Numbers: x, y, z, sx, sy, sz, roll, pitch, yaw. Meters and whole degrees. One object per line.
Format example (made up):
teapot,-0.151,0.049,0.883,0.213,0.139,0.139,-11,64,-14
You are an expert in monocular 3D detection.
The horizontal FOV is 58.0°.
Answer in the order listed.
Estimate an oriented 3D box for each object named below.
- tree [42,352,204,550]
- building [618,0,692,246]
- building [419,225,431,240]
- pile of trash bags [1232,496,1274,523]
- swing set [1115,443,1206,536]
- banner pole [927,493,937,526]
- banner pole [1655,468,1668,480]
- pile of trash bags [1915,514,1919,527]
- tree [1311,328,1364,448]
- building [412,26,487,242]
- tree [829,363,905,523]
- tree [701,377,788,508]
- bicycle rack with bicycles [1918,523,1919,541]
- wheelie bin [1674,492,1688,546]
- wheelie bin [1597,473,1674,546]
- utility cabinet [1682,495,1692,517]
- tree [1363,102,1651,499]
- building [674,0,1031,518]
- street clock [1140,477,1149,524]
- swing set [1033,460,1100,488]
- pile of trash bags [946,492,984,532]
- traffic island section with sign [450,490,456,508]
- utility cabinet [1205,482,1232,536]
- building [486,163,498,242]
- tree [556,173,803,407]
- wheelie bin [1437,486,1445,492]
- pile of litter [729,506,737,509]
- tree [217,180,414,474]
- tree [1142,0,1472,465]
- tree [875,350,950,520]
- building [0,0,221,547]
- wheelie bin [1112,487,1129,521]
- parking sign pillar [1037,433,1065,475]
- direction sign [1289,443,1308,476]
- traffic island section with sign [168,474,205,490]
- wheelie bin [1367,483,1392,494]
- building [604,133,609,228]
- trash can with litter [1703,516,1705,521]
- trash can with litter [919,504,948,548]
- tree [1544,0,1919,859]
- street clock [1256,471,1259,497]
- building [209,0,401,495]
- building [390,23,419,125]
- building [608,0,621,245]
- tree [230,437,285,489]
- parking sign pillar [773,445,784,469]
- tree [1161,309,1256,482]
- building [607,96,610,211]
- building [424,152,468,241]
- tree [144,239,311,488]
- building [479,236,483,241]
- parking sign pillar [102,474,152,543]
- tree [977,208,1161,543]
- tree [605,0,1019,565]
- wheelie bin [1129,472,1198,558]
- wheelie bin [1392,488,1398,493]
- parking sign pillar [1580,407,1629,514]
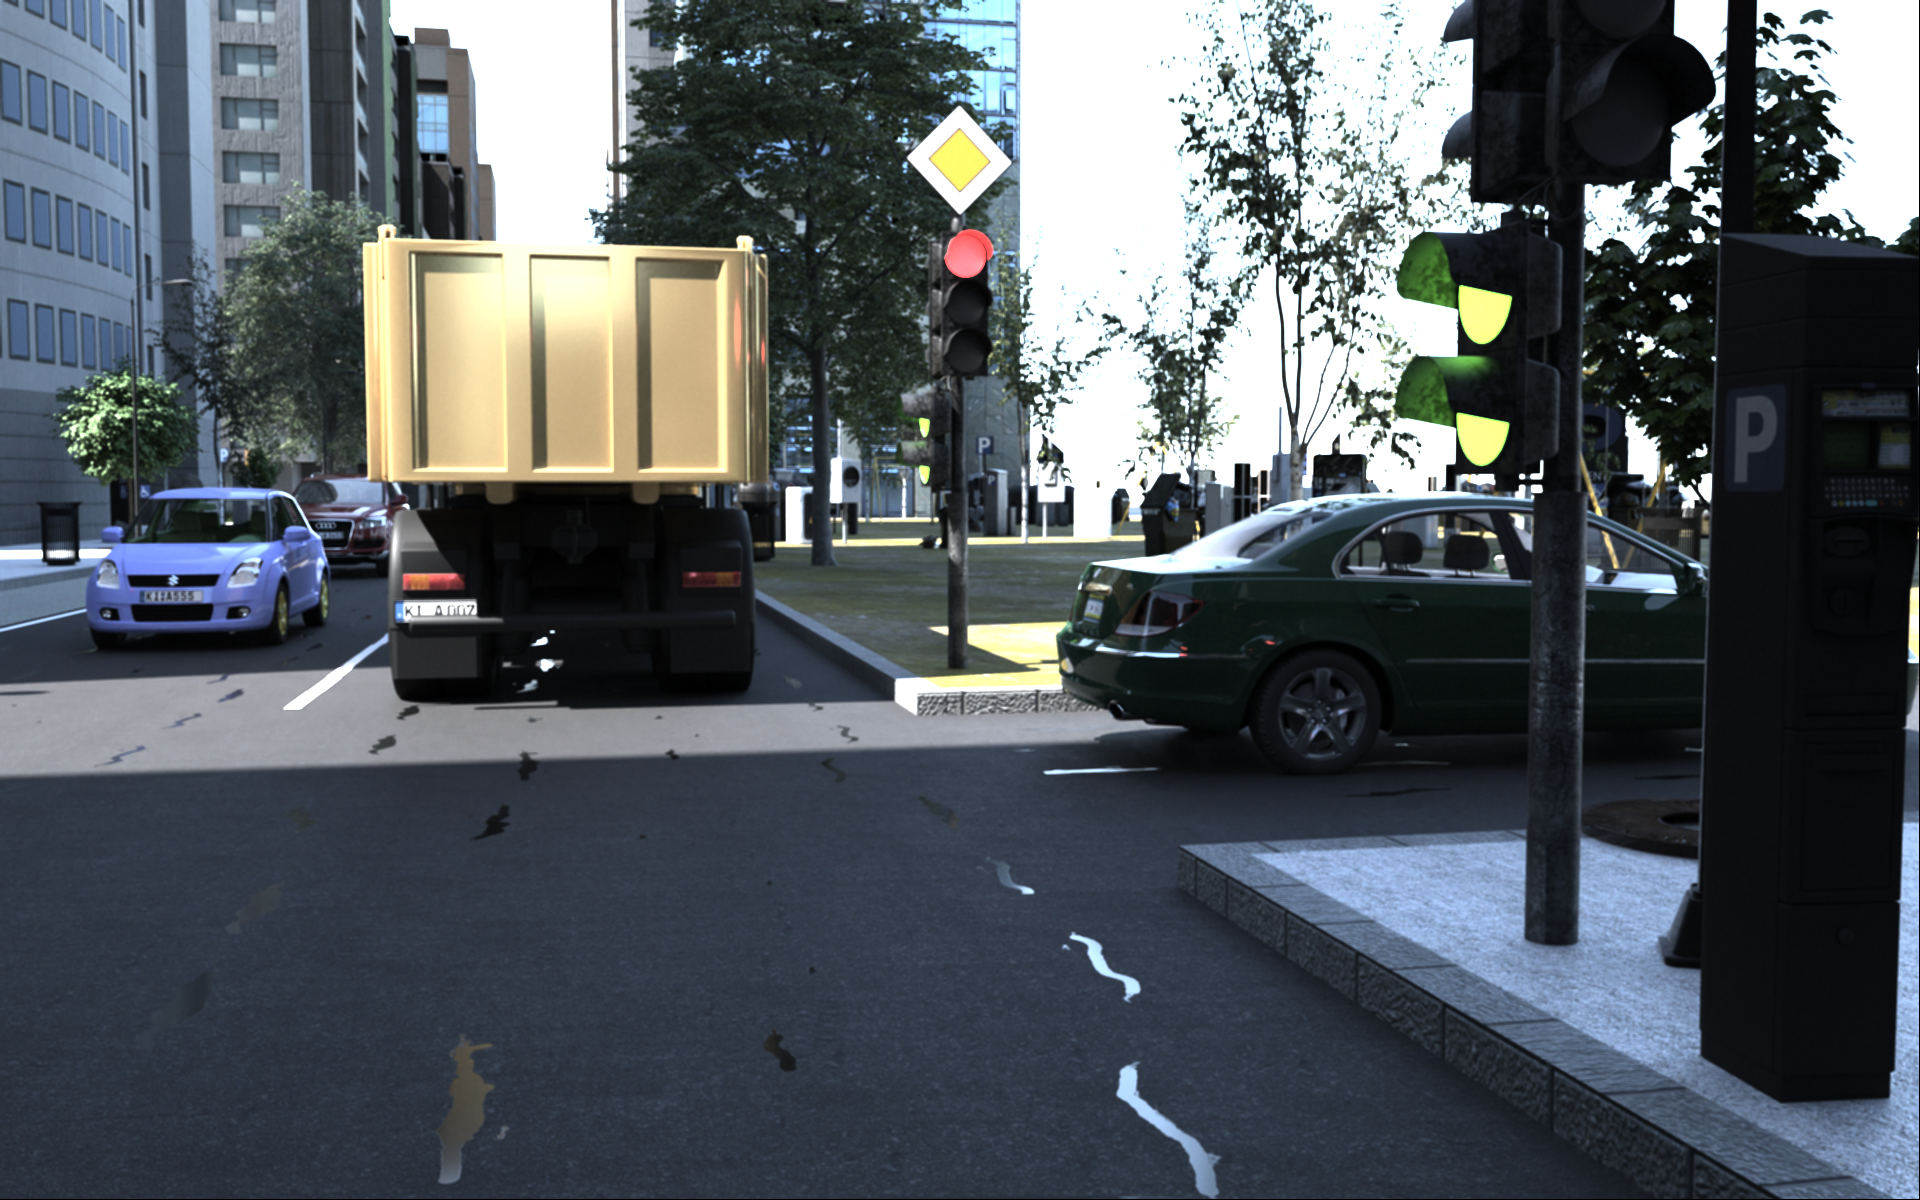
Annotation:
tree,-19.358,-3.451,40.143,4.285,4.588,4.351,0,3,0
building,-15.637,-36.202,133.904,21.231,58.520,28.212,-1,4,-12
building,-51.033,-16.967,122.457,27.650,21.520,28.899,-1,4,-12
pile of trash bags,7.629,-2.216,45.981,1.912,1.369,3.447,1,4,16
swing set,6.655,-3.433,53.757,2.862,2.851,3.119,2,4,28
banner pole,-1.109,-4.896,70.063,0.401,3.779,0.863,-1,4,-9
banner pole,25.660,-4.474,63.165,0.863,3.779,0.401,-2,4,-24
pile of trash bags,36.421,-3.498,66.945,3.447,1.369,1.912,-3,4,-38
tree,14.129,-6.582,57.980,4.737,8.622,4.395,0,3,0
building,-54.673,-31.801,170.061,14.600,45.320,14.200,-1,4,-12
tree,-4.116,-7.782,77.605,4.737,8.622,4.395,0,3,0
tree,-5.445,-3.438,39.931,4.285,4.588,4.351,0,3,0
bicycle rack with bicycles,24.369,-1.964,45.498,2.925,0.926,2.852,2,4,25
wheelie bin,17.390,-2.120,42.577,0.980,1.594,0.693,0,4,2
wheelie bin,10.029,-1.105,25.983,0.980,1.594,0.693,-2,4,-27
utility cabinet,32.686,-4.125,78.608,0.306,1.237,1.020,-1,4,-23
tree,10.139,-4.885,30.230,4.737,8.622,4.395,0,3,0
building,-8.401,-48.423,104.381,22.319,86.520,31.000,-1,4,-12
street clock,7.960,-4.295,74.791,0.358,2.002,0.471,3,4,37
swing set,5.072,-5.091,80.852,3.119,2.851,2.862,2,4,29
pile of trash bags,0.344,-3.050,59.621,1.912,1.369,3.447,-2,4,-25
traffic island section with sign,-30.919,-5.983,106.445,1.989,1.847,2.006,-1,4,-12
utility cabinet,4.756,-1.413,31.784,0.318,1.500,1.173,1,4,18
building,-67.872,-35.292,227.134,14.600,45.320,14.200,-1,4,-12
tree,-10.772,-9.699,65.234,9.857,13.997,8.962,0,3,0
wheelie bin,18.914,-3.642,67.461,0.980,1.594,0.693,-3,4,-38
pile of litter,-8.154,-3.068,64.119,1.176,0.858,1.719,2,4,30
tree,-26.412,-10.130,72.278,9.857,13.997,8.962,0,3,0
tree,3.982,-4.220,19.365,4.360,8.622,3.978,0,3,0
tree,-2.575,-8.331,86.572,4.360,8.622,3.978,0,3,0
building,-34.658,-30.871,46.747,21.231,58.520,28.212,-1,4,-12
wheelie bin,7.602,-4.530,81.980,0.980,1.594,0.693,-3,4,-37
parking sign pillar,3.980,-5.353,75.994,1.447,3.967,1.447,-3,5,-43
direction sign,14.936,-5.167,76.484,0.876,3.537,0.379,3,4,36
traffic island section with sign,-14.699,-1.480,32.825,1.989,1.847,2.006,-1,4,-12
wheelie bin,11.313,-2.444,47.870,0.693,1.594,0.980,3,5,43
building,-31.516,-33.945,209.628,22.147,44.769,28.867,-1,4,-12
trash can with litter,36.181,-4.385,83.083,1.055,1.170,0.624,2,4,33
trash can with litter,-0.458,-1.806,40.910,1.055,1.170,0.624,1,4,19
tree,2.926,-0.714,6.280,1.663,3.219,1.824,0,3,0
street clock,9.332,-2.992,53.496,0.358,2.002,0.471,2,4,32
building,-36.974,-24.768,88.559,14.154,41.232,14.086,-1,4,-12
building,-39.847,-20.242,102.663,14.160,30.474,14.107,-1,4,-12
building,-24.034,-30.851,154.524,14.600,45.320,14.200,-1,4,-12
tree,-23.345,-3.842,57.414,1.663,3.219,1.824,0,3,0
parking sign pillar,-6.303,-4.245,57.879,1.447,3.967,1.447,1,4,14
tree,8.729,-7.203,68.124,4.737,8.622,4.395,0,3,0
building,-26.241,-34.292,184.375,21.300,48.544,21.600,-1,4,-12
building,-48.820,-22.842,145.172,14.160,30.474,14.107,-1,4,-12
tree,-21.621,-6.158,51.049,4.360,8.622,3.978,0,3,0
building,-58.164,-25.261,184.721,14.160,30.474,14.107,-1,4,-12
parking sign pillar,-22.065,-3.521,46.039,1.447,3.967,1.447,2,4,34
tree,1.904,-5.790,45.035,4.737,8.622,4.395,0,3,0
tree,-2.640,-6.876,30.543,7.486,12.596,7.792,0,3,0
wheelie bin,3.071,-1.074,25.472,0.693,1.594,0.980,-1,4,-23
wheelie bin,21.504,-4.803,86.442,0.693,1.594,0.980,2,4,32
parking sign pillar,13.737,-2.997,37.478,1.447,3.967,1.447,1,4,11
